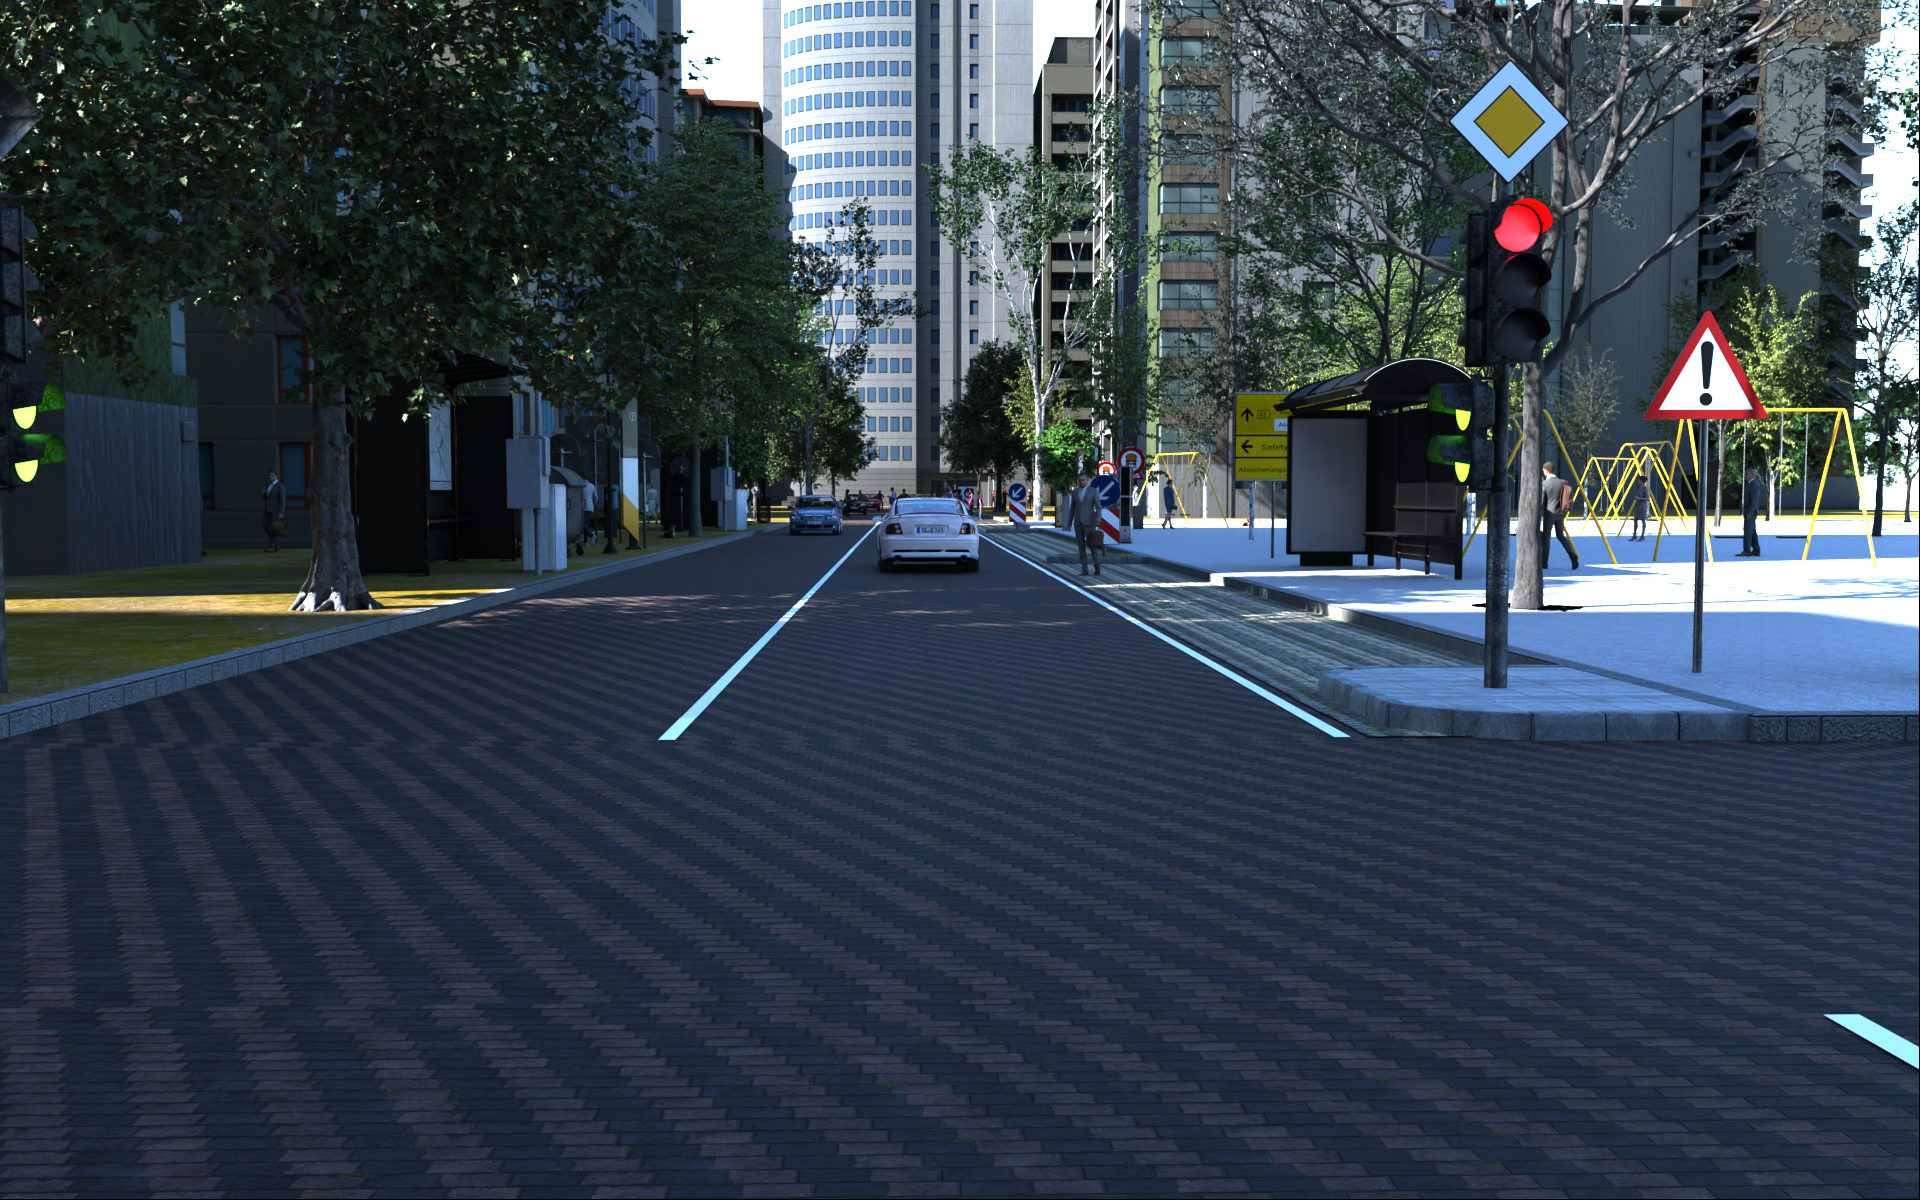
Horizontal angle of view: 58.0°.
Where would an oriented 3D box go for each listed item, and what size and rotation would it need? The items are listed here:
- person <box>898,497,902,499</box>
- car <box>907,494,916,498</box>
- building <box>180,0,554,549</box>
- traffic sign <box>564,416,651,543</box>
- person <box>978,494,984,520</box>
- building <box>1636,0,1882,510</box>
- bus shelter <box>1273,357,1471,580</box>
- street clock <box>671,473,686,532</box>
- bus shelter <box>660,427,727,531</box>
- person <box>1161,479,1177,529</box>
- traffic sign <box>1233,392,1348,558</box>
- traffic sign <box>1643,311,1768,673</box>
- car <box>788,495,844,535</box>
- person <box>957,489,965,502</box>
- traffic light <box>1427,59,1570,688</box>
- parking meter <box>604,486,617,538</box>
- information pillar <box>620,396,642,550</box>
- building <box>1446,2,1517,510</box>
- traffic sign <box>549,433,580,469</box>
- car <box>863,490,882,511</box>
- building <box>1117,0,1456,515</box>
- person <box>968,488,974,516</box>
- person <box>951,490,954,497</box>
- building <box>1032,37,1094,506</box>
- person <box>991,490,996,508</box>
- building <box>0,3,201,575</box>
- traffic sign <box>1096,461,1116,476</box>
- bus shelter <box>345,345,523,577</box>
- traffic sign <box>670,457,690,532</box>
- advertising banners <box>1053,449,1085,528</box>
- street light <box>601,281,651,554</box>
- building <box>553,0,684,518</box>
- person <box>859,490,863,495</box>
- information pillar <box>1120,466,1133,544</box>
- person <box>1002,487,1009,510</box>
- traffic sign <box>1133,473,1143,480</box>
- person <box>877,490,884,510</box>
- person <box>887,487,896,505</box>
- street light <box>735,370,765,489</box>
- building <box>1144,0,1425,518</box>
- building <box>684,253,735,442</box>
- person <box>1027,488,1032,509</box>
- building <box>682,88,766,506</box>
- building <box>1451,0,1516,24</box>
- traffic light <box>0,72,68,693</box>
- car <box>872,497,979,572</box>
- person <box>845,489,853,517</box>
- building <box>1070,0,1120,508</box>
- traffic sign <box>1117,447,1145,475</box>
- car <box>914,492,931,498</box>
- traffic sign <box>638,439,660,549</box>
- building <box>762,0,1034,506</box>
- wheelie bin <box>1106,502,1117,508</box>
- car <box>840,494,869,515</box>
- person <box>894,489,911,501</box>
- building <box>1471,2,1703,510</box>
[{"bbox_3d":[-3.811,-5.973,109.390,0.421,1.427,0.697,-3,5,-44],"label":"person"},{"bbox_3d":[-4.637,-9.075,157.180,1.959,1.807,4.718,0,4,-4],"label":"car"},{"bbox_3d":[-29.322,-12.781,54.006,27.650,21.520,28.899,0,4,-2],"label":"building"},{"bbox_3d":[-9.204,-3.142,45.238,2.265,3.308,0.079,0,4,4],"label":"traffic sign"},{"bbox_3d":[1.220,-5.133,95.651,0.599,1.433,0.991,1,4,8],"label":"person"},{"bbox_3d":[67.535,-30.501,148.810,14.200,45.320,14.600,0,4,-2],"label":"building"},{"bbox_3d":[6.687,-2.103,28.310,2.014,3.302,5.546,0,4,-2],"label":"bus shelter"},{"bbox_3d":[-9.502,-3.297,58.478,0.471,2.002,0.358,-1,4,-14],"label":"street clock"},{"bbox_3d":[-9.675,-4.403,63.268,1.731,3.624,6.357,0,4,-2],"label":"bus shelter"},{"bbox_3d":[7.631,-3.513,63.511,0.654,1.822,0.581,-1,4,-19],"label":"person"},{"bbox_3d":[6.561,-2.483,34.474,2.265,3.308,0.079,0,4,0],"label":"traffic sign"},{"bbox_3d":[5.300,-0.757,12.380,0.884,2.594,0.081,0,4,0],"label":"traffic sign"},{"bbox_3d":[-5.118,-3.046,61.799,2.014,1.417,4.499,0,4,-2],"label":"car"},{"bbox_3d":[0.079,-5.855,104.942,0.721,1.735,1.217,1,4,16],"label":"person"},{"bbox_3d":[3.537,-1.374,11.385,0.839,4.253,0.868,0,4,-2],"label":"traffic light"},{"bbox_3d":[-10.278,-2.600,50.916,0.372,1.533,0.369,0,3,0],"label":"parking meter"},{"bbox_3d":[-7.617,-2.973,39.957,0.183,3.616,0.504,3,4,36],"label":"information pillar"},{"bbox_3d":[39.325,-28.398,147.897,14.086,41.232,14.154,0,4,-2],"label":"building"},{"bbox_3d":[-8.373,-2.222,36.439,0.768,2.556,0.104,0,4,0],"label":"traffic sign"},{"bbox_3d":[-7.723,-8.545,148.751,2.155,1.783,4.494,0,4,-2],"label":"car"},{"bbox_3d":[21.505,-35.289,118.975,21.231,58.520,28.212,0,4,-2],"label":"building"},{"bbox_3d":[0.527,-5.142,93.248,0.721,1.739,1.217,0,4,-2],"label":"person"},{"bbox_3d":[-0.506,-5.014,91.419,0.436,1.711,0.756,-3,5,-40],"label":"person"},{"bbox_3d":[18.636,-34.535,188.347,21.600,48.544,21.300,0,4,-2],"label":"building"},{"bbox_3d":[3.065,-9.141,156.965,0.593,1.643,0.415,2,4,27],"label":"person"},{"bbox_3d":[-21.044,-20.833,24.208,14.154,41.232,14.086,0,4,-2],"label":"building"},{"bbox_3d":[5.684,-4.116,67.409,0.768,2.556,0.104,0,4,0],"label":"traffic sign"},{"bbox_3d":[-8.905,-2.367,29.990,1.731,3.624,6.357,0,4,-2],"label":"bus shelter"},{"bbox_3d":[-9.532,-3.616,59.224,0.768,2.556,0.104,0,4,1],"label":"traffic sign"},{"bbox_3d":[4.223,-4.316,66.753,0.090,3.025,2.074,3,5,39],"label":"advertising banners"},{"bbox_3d":[-7.015,-3.958,37.249,1.470,5.913,1.316,0,4,-2],"label":"street light"},{"bbox_3d":[-28.213,-34.050,98.718,21.231,58.520,28.212,0,4,-2],"label":"building"},{"bbox_3d":[-9.114,-9.125,157.714,1.348,1.821,0.705,3,5,43],"label":"person"},{"bbox_3d":[4.315,-2.474,44.936,0.304,2.012,0.304,1,4,16],"label":"information pillar"},{"bbox_3d":[3.621,-8.208,140.198,1.348,1.831,0.705,-3,5,-44],"label":"person"},{"bbox_3d":[6.347,-3.921,64.105,0.884,2.594,0.081,0,4,6],"label":"traffic sign"},{"bbox_3d":[-6.933,-8.800,152.833,0.568,1.767,0.683,3,5,42],"label":"person"},{"bbox_3d":[-4.113,-5.819,103.505,0.599,1.838,0.709,0,4,7],"label":"person"},{"bbox_3d":[-7.694,-5.576,63.703,1.470,5.913,1.316,0,4,-2],"label":"street light"},{"bbox_3d":[17.354,-19.968,98.181,14.160,30.474,14.107,0,4,-2],"label":"building"},{"bbox_3d":[-33.993,-18.031,139.845,28.899,21.520,27.650,0,4,-2],"label":"building"},{"bbox_3d":[5.912,-8.484,145.293,0.617,1.759,0.750,-2,4,-27],"label":"person"},{"bbox_3d":[-35.446,-32.577,187.250,28.867,44.769,22.147,0,4,-2],"label":"building"},{"bbox_3d":[44.898,-53.588,188.833,31.000,86.520,22.319,0,4,-2],"label":"building"},{"bbox_3d":[-6.219,-1.355,11.070,0.839,4.253,0.868,0,4,-2],"label":"traffic light"},{"bbox_3d":[-0.647,-1.281,33.303,2.083,1.381,4.827,0,4,-3],"label":"car"},{"bbox_3d":[-6.965,-6.084,108.690,0.721,1.735,1.217,1,4,13],"label":"person"},{"bbox_3d":[20.155,-43.132,143.467,20.563,71.187,20.611,0,4,-2],"label":"building"},{"bbox_3d":[4.594,-2.842,46.572,0.768,2.556,0.104,0,4,1],"label":"traffic sign"},{"bbox_3d":[-3.064,-8.114,142.888,2.015,1.641,3.980,0,4,-3],"label":"car"},{"bbox_3d":[-7.373,-2.466,40.427,0.768,2.556,0.104,0,4,1],"label":"traffic sign"},{"bbox_3d":[-6.835,-39.480,187.491,28.212,58.520,21.231,0,4,-2],"label":"building"},{"bbox_3d":[5.298,-3.333,62.398,0.693,1.594,0.980,-2,4,-27],"label":"wheelie bin"},{"bbox_3d":[-7.381,-6.809,121.111,2.009,1.686,4.222,0,4,-4],"label":"car"},{"bbox_3d":[-3.000,-5.125,93.113,1.217,1.723,0.721,0,4,4],"label":"person"},{"bbox_3d":[53.398,-28.435,148.502,14.086,41.232,14.154,0,4,-2],"label":"building"}]
